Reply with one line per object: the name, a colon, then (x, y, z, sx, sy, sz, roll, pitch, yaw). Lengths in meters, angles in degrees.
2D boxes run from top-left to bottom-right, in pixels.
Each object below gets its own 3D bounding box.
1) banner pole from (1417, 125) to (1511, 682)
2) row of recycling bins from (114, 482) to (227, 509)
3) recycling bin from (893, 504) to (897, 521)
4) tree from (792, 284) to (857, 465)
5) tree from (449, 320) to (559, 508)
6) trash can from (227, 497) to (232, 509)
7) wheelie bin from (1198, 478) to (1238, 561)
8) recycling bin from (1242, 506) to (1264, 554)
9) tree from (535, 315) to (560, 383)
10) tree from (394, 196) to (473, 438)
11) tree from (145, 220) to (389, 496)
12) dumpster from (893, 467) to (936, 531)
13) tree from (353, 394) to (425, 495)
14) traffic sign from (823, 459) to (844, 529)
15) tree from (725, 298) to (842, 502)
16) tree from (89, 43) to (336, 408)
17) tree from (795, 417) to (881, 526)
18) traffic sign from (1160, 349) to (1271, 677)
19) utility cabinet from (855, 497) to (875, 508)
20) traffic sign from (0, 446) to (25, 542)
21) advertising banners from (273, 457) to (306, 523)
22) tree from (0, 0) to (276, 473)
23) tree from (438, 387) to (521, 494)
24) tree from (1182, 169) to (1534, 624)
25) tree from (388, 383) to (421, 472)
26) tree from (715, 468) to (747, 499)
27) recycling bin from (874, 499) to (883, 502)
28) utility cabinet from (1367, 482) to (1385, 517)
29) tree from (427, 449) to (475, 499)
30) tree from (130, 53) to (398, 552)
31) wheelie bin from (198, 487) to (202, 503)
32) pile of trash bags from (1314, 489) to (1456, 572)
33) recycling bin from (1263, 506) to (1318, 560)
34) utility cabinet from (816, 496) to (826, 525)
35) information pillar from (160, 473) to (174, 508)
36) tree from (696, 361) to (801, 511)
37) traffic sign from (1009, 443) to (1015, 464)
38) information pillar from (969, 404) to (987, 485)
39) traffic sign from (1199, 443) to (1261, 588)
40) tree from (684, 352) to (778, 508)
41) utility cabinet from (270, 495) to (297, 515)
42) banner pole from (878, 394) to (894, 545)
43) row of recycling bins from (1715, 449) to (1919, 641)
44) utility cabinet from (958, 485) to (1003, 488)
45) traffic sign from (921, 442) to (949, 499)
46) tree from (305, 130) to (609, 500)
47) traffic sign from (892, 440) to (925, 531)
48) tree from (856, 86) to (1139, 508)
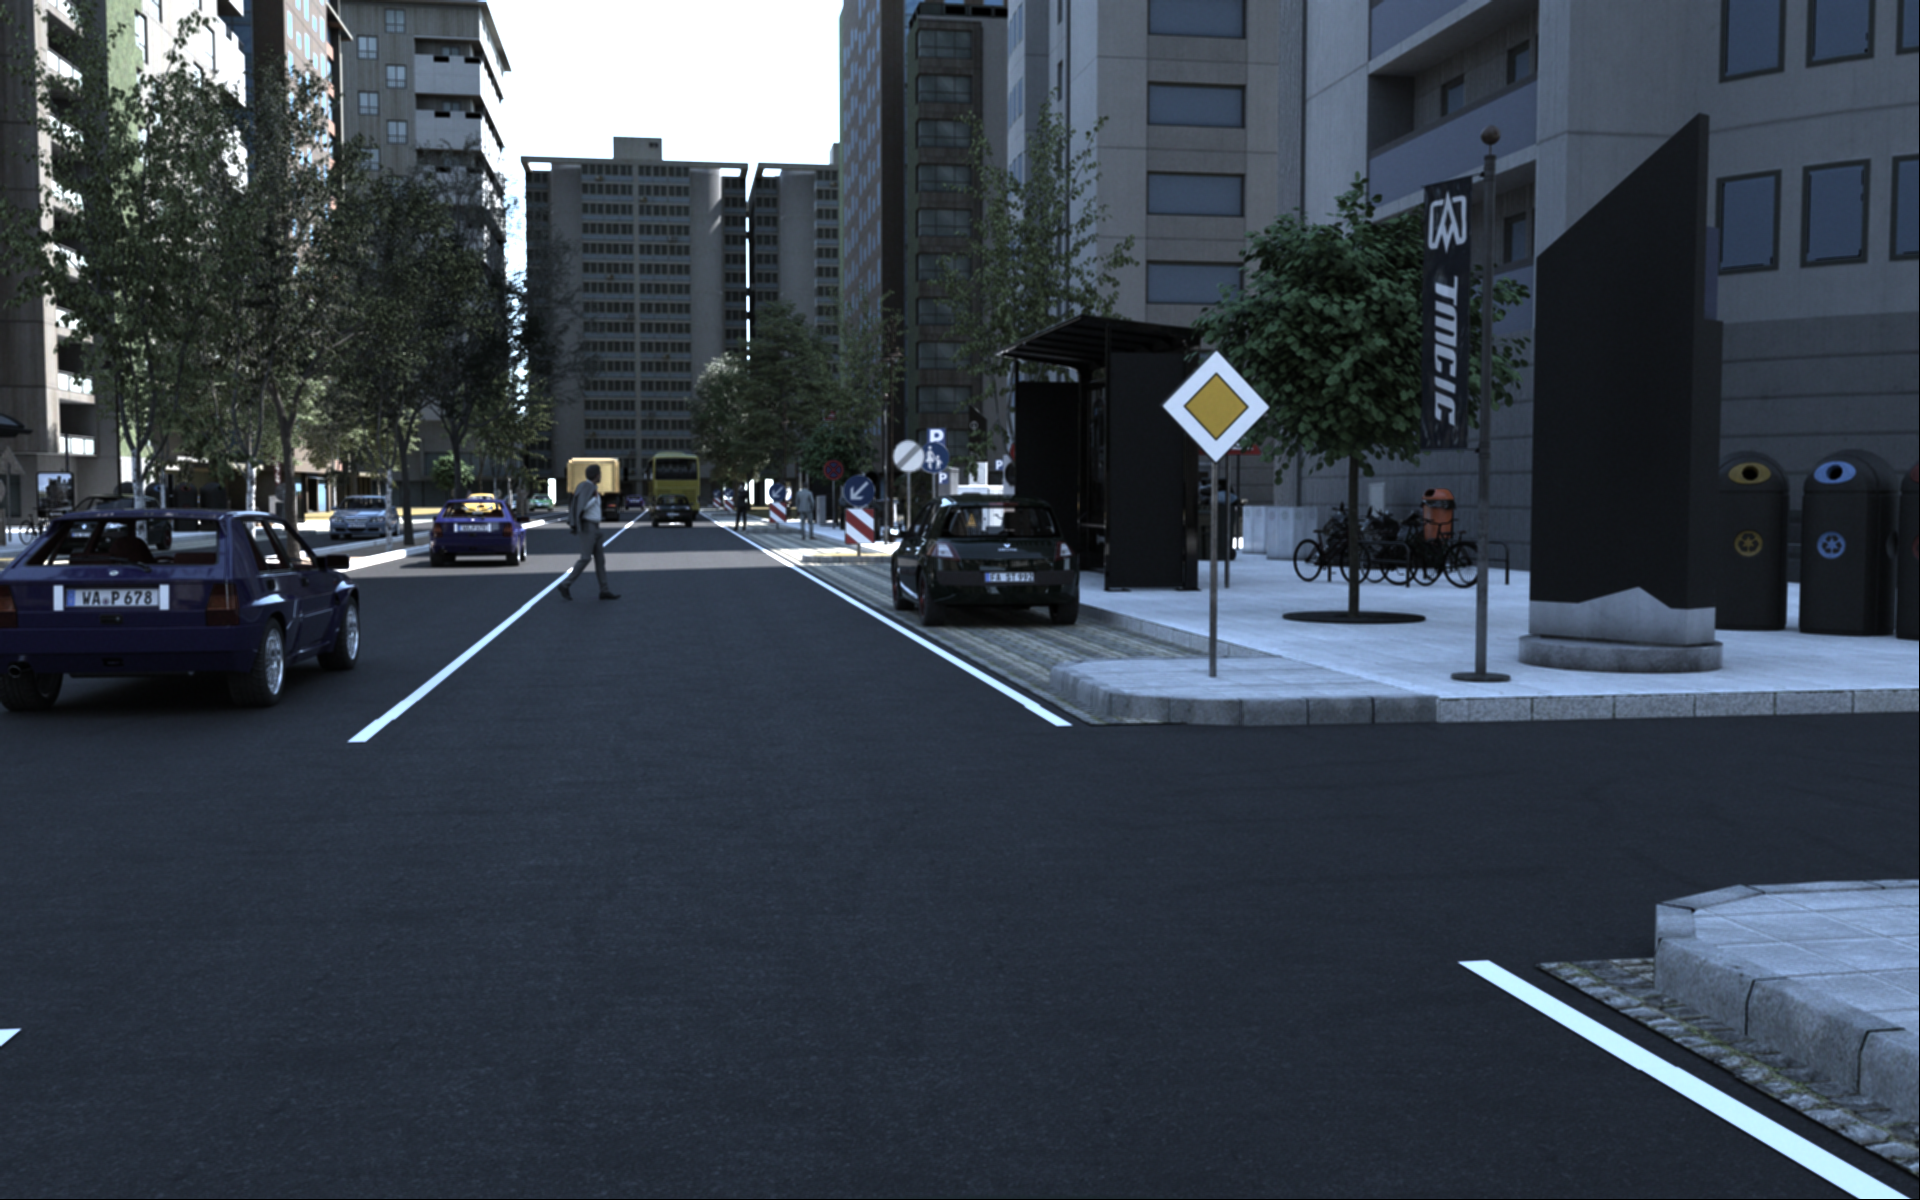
banner pole: (3.495, -1.349, 12.080, 0.401, 3.779, 0.863, -2, 4, -28)
row of recycling bins: (-26.869, -3.171, 58.967, 3.534, 1.692, 1.069, -3, 4, -37)
recycling bin: (-3.310, -4.350, 83.675, 0.722, 1.027, 0.722, 2, 4, 27)
tree: (-3.524, -6.682, 59.614, 4.737, 8.622, 4.395, 0, 3, 0)
tree: (-18.856, -7.323, 72.544, 4.737, 8.622, 4.395, 0, 3, 0)
trash can: (-31.334, -3.790, 73.620, 0.748, 1.137, 0.748, 0, 3, 0)
wheelie bin: (4.954, -1.569, 33.563, 0.980, 1.594, 0.693, 3, 5, 43)
recycling bin: (6.569, -1.510, 37.249, 0.722, 1.027, 0.722, -2, 4, -33)
tree: (-15.343, -6.806, 48.147, 8.767, 10.594, 7.601, -1, 4, -10)
tree: (-13.996, -5.472, 42.279, 4.360, 8.622, 3.978, 0, 3, 0)
tree: (-28.834, -9.265, 69.612, 7.486, 12.596, 7.792, 0, 3, 0)
dumpster: (-1.303, -3.127, 53.627, 1.502, 2.255, 1.985, -1, 4, -9)
tree: (-33.672, -9.204, 100.851, 4.737, 8.622, 4.395, 0, 3, 0)
traffic sign: (-4.652, -3.897, 63.826, 0.768, 2.556, 0.104, 0, 4, -2)
tree: (-10.154, -11.187, 101.041, 7.486, 12.596, 7.792, 0, 3, 0)
tree: (-13.405, -5.990, 34.807, 8.767, 10.594, 7.601, -1, 4, -10)
tree: (-4.861, -5.235, 69.311, 4.285, 4.588, 4.351, 0, 3, 0)
traffic sign: (1.771, -0.517, 12.089, 0.795, 2.450, 0.064, -1, 4, -10)
utility cabinet: (-4.689, -4.663, 84.911, 0.318, 1.500, 1.173, -3, 5, -44)
traffic sign: (-25.595, -2.849, 46.589, 0.884, 2.594, 0.081, 0, 4, -4)
advertising banners: (-29.645, -4.915, 76.545, 2.074, 3.025, 0.090, 2, 4, 31)
tree: (-11.325, -4.334, 23.687, 4.737, 8.622, 4.395, 0, 3, 0)
tree: (-42.415, -13.912, 153.223, 9.928, 11.665, 9.643, 0, 3, 0)
tree: (4.025, -2.082, 17.760, 4.285, 4.588, 4.351, 0, 3, 0)
tree: (-33.081, -10.697, 93.020, 7.486, 12.596, 7.792, 0, 3, 0)
tree: (-21.483, -10.988, 163.363, 4.285, 4.588, 4.351, 0, 3, 0)
recycling bin: (-3.675, -3.842, 75.366, 0.722, 1.027, 0.722, -1, 4, -22)
utility cabinet: (7.994, -1.507, 33.311, 0.318, 1.500, 1.173, 1, 4, 13)
tree: (-37.033, -8.685, 125.711, 4.285, 4.588, 4.351, 0, 3, 0)
tree: (-11.906, -4.657, 28.964, 4.360, 8.622, 3.978, 0, 3, 0)
wheelie bin: (-33.529, -4.241, 77.246, 0.980, 1.594, 0.693, -2, 4, -29)
pile of trash bags: (7.569, -1.233, 29.909, 1.912, 1.369, 3.447, -1, 4, -13)
recycling bin: (6.493, -1.304, 33.881, 0.722, 1.027, 0.722, -2, 4, -34)
utility cabinet: (-5.871, -3.791, 73.146, 0.306, 1.237, 1.020, -1, 4, -13)
information pillar: (-27.804, -3.442, 60.768, 0.304, 2.012, 0.304, 1, 4, 20)
tree: (-15.922, -12.576, 131.365, 9.928, 11.665, 9.643, 0, 3, 0)
traffic sign: (1.463, -2.319, 38.016, 0.768, 2.556, 0.104, 0, 4, -1)
information pillar: (0.454, -3.274, 44.886, 0.504, 3.616, 0.183, 1, 4, 18)
traffic sign: (3.639, -1.439, 23.533, 0.884, 2.594, 0.081, 0, 4, -5)
tree: (-20.043, -15.163, 154.567, 9.857, 13.997, 8.962, 0, 3, 0)
utility cabinet: (-30.359, -4.086, 77.974, 1.020, 1.237, 0.306, 0, 4, 3)
banner pole: (-1.859, -3.250, 43.149, 0.401, 3.779, 0.863, 0, 4, 0)
row of recycling bins: (8.418, -0.520, 15.614, 1.069, 1.692, 3.534, -3, 5, -41)
utility cabinet: (0.535, -2.172, 44.195, 1.173, 1.500, 0.318, 0, 4, 1)
traffic sign: (-0.643, -2.582, 42.322, 0.768, 2.556, 0.104, 0, 4, -6)
tree: (-16.947, -8.889, 58.155, 12.009, 13.543, 11.850, 0, 3, 0)
traffic sign: (-1.215, -2.498, 40.953, 0.768, 2.556, 0.104, 0, 4, -1)
tree: (1.203, -5.009, 32.257, 4.737, 8.622, 4.395, 0, 3, 0)
